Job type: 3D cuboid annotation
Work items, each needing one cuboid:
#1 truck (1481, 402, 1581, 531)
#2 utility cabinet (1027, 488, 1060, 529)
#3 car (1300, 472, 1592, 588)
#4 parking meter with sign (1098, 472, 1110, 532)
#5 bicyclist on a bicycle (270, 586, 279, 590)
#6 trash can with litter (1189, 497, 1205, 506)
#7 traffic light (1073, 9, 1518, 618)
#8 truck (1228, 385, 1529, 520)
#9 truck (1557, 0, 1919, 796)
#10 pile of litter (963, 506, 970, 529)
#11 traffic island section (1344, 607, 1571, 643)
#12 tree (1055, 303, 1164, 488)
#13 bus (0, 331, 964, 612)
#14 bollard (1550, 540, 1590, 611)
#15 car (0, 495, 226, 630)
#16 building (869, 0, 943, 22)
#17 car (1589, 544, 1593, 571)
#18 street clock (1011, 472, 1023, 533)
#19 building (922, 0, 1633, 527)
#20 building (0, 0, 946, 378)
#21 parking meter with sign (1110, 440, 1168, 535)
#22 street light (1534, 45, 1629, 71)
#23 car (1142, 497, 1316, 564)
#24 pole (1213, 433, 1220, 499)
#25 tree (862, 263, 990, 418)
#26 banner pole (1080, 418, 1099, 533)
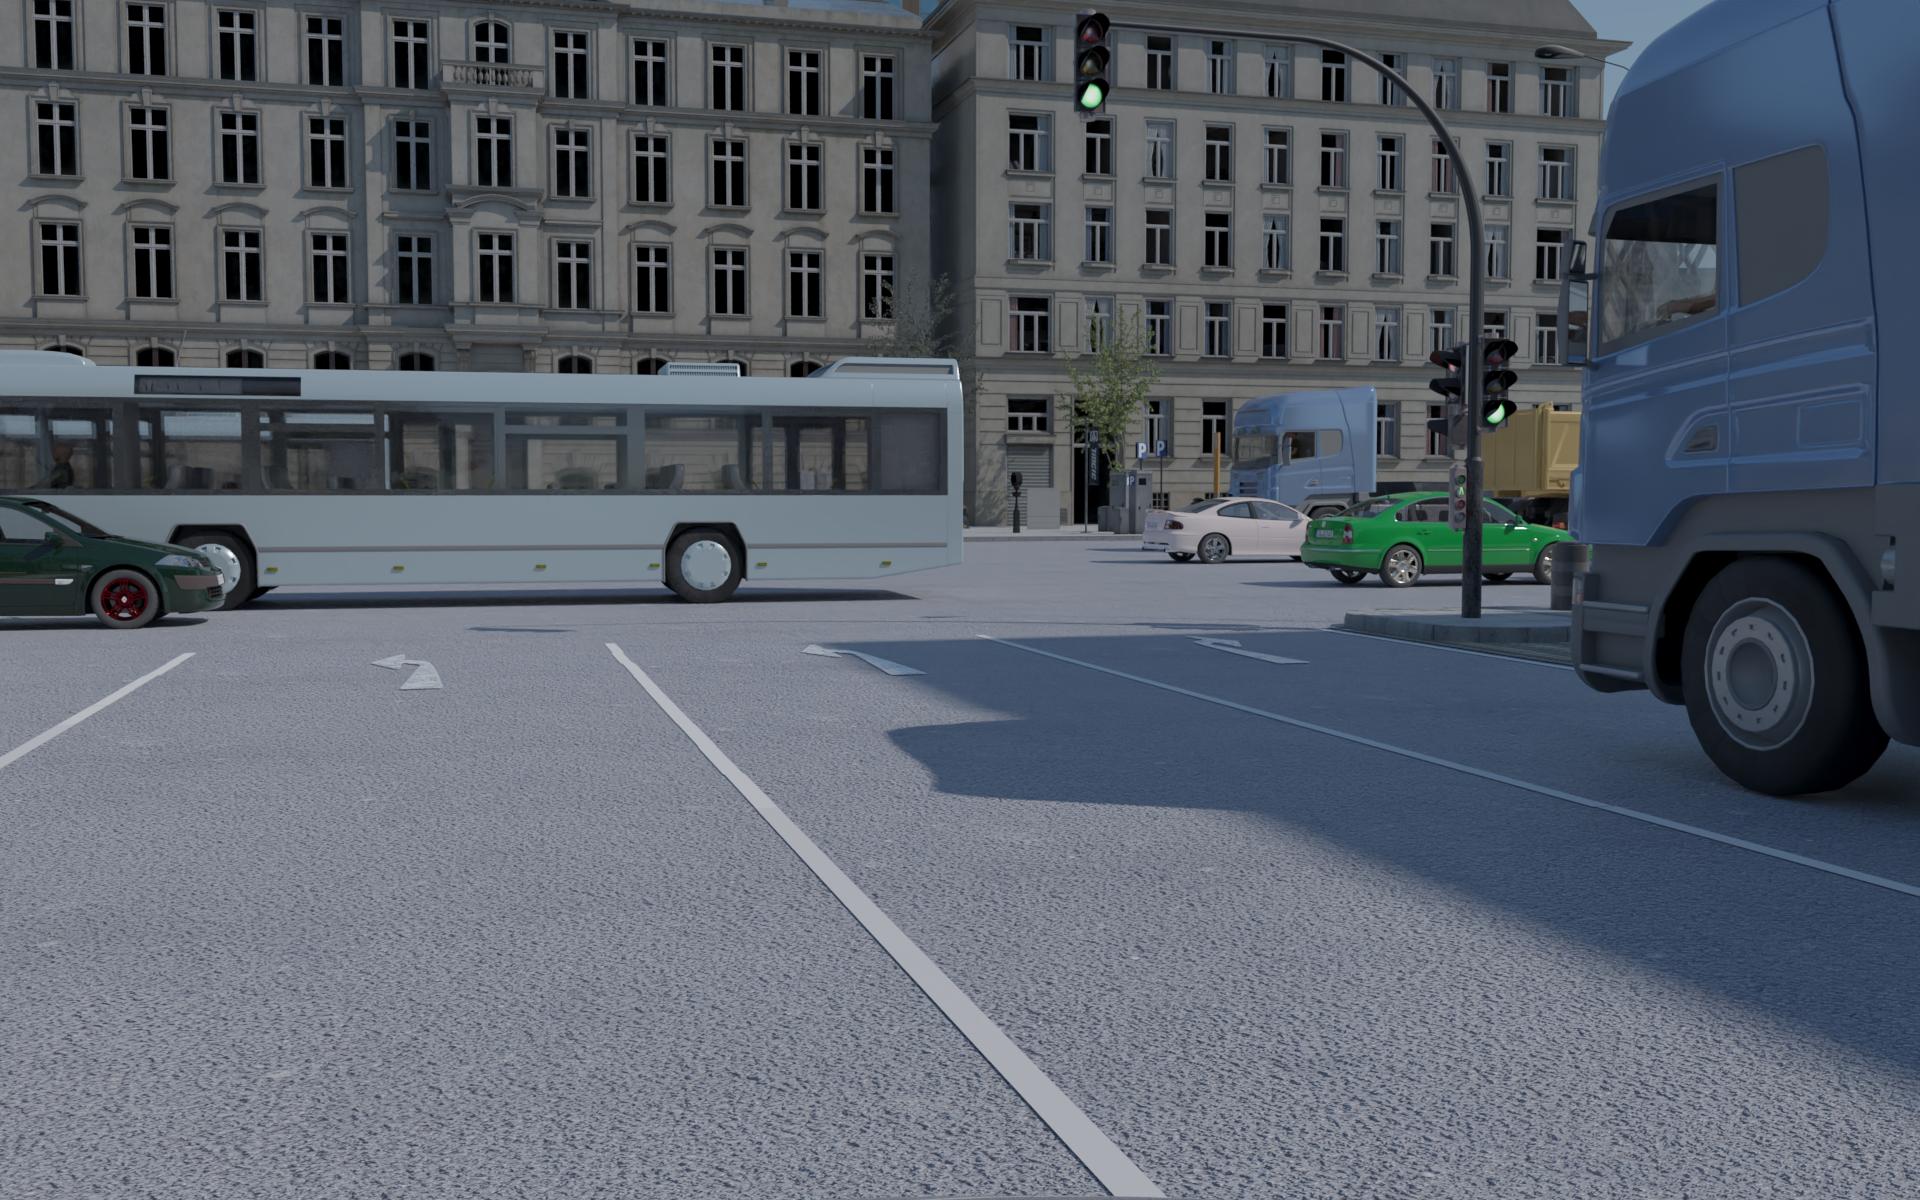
[{"bbox_3d":[15.165,-2.372,34.704,9.791,3.379,3.469,-1,4,-15],"label":"truck"},{"bbox_3d":[3.011,-3.289,62.462,1.173,1.500,0.318,0,4,2],"label":"utility cabinet"},{"bbox_3d":[7.789,-1.148,27.560,4.718,1.807,1.959,-1,4,-17],"label":"car"},{"bbox_3d":[5.464,-3.824,58.776,1.738,3.016,0.543,3,5,41],"label":"parking meter with sign"},{"bbox_3d":[-10.771,-0.946,25.489,1.625,1.676,1.499,-1,4,-16],"label":"bicyclist on a bicycle"},{"bbox_3d":[7.999,-2.770,56.672,1.055,1.170,0.624,-3,5,-42],"label":"trash can with litter"},{"bbox_3d":[3.287,-2.599,17.167,4.771,5.953,1.251,-1,4,-16],"label":"traffic light"},{"bbox_3d":[15.399,-3.395,45.270,18.799,4.110,2.967,-1,4,-17],"label":"truck"},{"bbox_3d":[6.823,-0.726,1.635,2.967,4.110,18.799,-1,4,-16],"label":"truck"},{"bbox_3d":[-0.152,-3.086,64.417,1.176,0.858,1.719,1,4,14],"label":"pile of litter"},{"bbox_3d":[5.316,0.262,18.003,2.009,0.180,2.903,-1,4,-16],"label":"traffic island section"},{"bbox_3d":[5.786,-7.075,66.035,4.737,8.622,4.395,0,3,0],"label":"tree"},{"bbox_3d":[-6.674,-1.712,22.848,13.247,3.499,2.948,-1,4,-14],"label":"bus"},{"bbox_3d":[6.752,-0.272,19.171,0.404,0.777,0.398,0,3,0],"label":"bollard"},{"bbox_3d":[-10.234,-0.546,18.720,4.222,1.686,2.009,-1,4,-16],"label":"car"},{"bbox_3d":[-2.067,-29.290,129.008,14.600,45.320,14.200,-1,4,-16],"label":"building"},{"bbox_3d":[11.726,-1.139,27.659,2.155,1.783,4.494,-1,4,-16],"label":"car"},{"bbox_3d":[1.860,-3.206,56.980,0.358,2.002,0.471,-1,4,-22],"label":"street clock"},{"bbox_3d":[12.297,-15.007,78.656,30.059,22.955,16.112,-1,4,-16],"label":"building"},{"bbox_3d":[-18.777,-15.314,69.474,34.723,24.649,14.460,-1,4,-16],"label":"building"},{"bbox_3d":[5.739,-3.608,55.247,1.738,3.016,0.543,-2,4,-28],"label":"parking meter with sign"},{"bbox_3d":[6.612,-2.796,18.248,1.470,5.913,1.316,-1,4,-16],"label":"street light"},{"bbox_3d":[6.244,-1.484,36.622,4.827,1.381,2.083,-1,4,-16],"label":"car"},{"bbox_3d":[8.522,-3.893,57.489,0.158,3.312,0.155,0,3,0],"label":"pole"},{"bbox_3d":[-1.346,-6.489,56.450,4.360,8.622,3.978,0,3,0],"label":"tree"},{"bbox_3d":[4.289,-4.085,56.803,0.401,3.779,0.863,-2,4,-35],"label":"banner pole"}]
